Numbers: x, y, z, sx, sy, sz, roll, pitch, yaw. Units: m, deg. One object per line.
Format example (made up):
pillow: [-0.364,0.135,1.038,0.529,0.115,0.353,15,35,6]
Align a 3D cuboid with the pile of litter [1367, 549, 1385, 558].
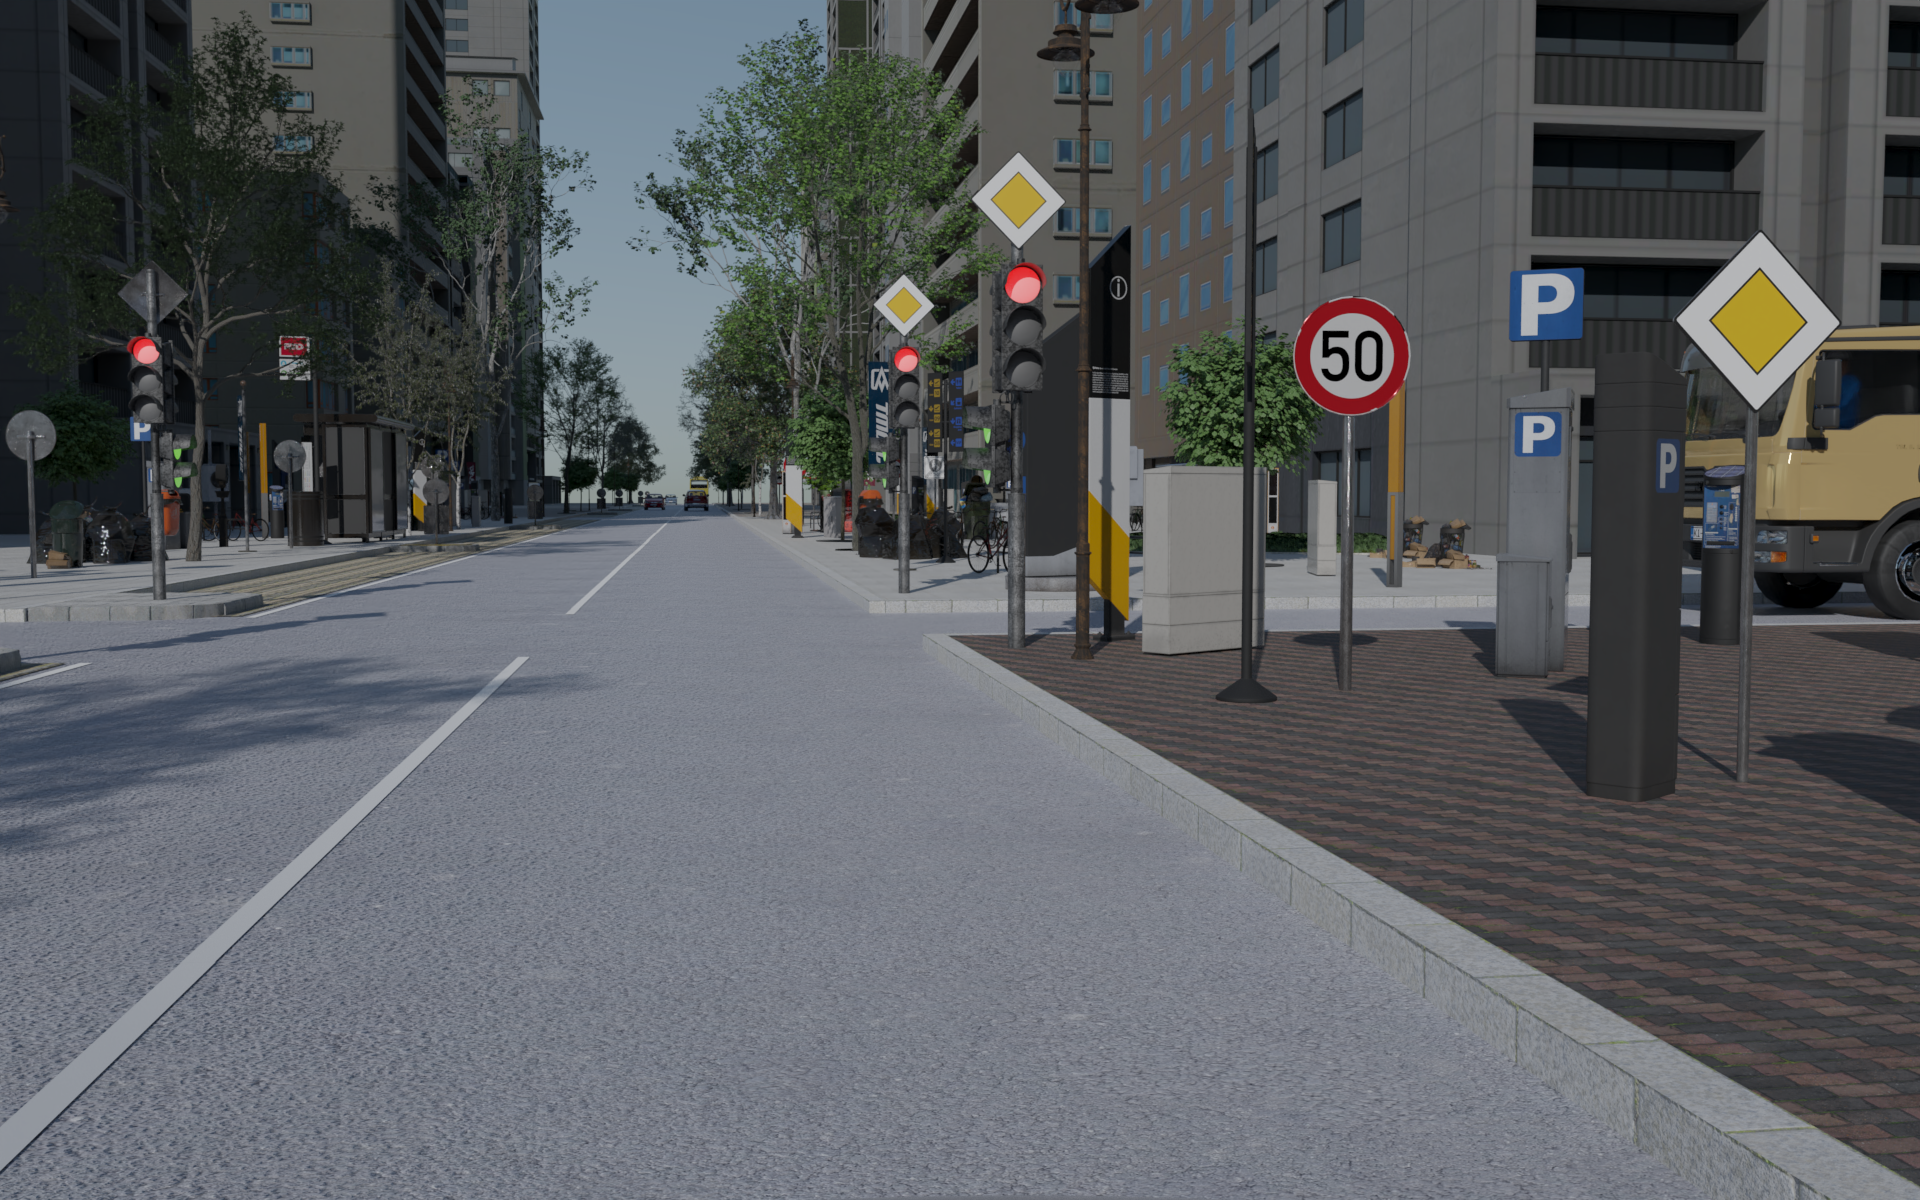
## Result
pile of litter: [8.946,-1.262,34.606,1.176,0.858,1.719,-2,4,-29]

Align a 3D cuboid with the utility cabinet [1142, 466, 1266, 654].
utility cabinet: [1.987,-0.331,14.095,1.173,1.500,0.318,-3,5,-41]

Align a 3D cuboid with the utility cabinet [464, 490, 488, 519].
utility cabinet: [-24.697,-4.876,88.403,0.318,1.500,1.173,3,5,41]

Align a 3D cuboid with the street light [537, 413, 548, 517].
street light: [-23.405,-7.608,97.185,0.468,5.910,1.993,-1,4,-9]

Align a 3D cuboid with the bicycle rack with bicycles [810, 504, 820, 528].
bicycle rack with bicycles: [-4.303,-3.185,65.459,2.852,0.926,2.925,1,4,19]

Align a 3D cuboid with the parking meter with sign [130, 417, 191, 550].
parking meter with sign: [-18.344,-2.671,39.937,0.543,3.016,1.738,0,4,5]

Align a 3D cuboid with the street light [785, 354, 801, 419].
street light: [-5.512,-5.161,57.174,0.468,5.910,1.993,-1,4,-9]

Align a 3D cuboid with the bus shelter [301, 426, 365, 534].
bus shelter: [-20.637,-4.107,58.439,1.731,3.624,6.357,-1,4,-9]

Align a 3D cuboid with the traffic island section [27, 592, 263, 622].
traffic island section: [-9.739,0.076,21.040,2.009,0.180,2.903,-1,4,-9]

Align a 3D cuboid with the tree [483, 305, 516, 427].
tree: [-18.198,-6.870,62.683,4.360,8.622,3.978,0,3,0]

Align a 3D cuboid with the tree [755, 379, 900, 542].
tree: [-3.153,-3.853,46.716,4.285,4.588,4.351,0,3,0]

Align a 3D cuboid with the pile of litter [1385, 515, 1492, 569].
pile of litter: [8.427,-0.986,30.082,1.176,0.858,1.719,-1,4,-21]

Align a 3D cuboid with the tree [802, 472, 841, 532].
tree: [-4.799,-3.973,59.552,1.663,3.219,1.824,0,3,0]

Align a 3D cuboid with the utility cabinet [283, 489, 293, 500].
utility cabinet: [-31.673,-4.463,81.645,0.318,1.500,1.173,-2,4,-28]

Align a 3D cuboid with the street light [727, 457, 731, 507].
street light: [-22.822,-12.142,171.308,0.468,5.910,1.993,-1,4,-9]

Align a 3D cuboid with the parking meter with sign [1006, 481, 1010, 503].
parking meter with sign: [2.190,-4.820,75.064,0.543,3.016,1.738,0,4,6]

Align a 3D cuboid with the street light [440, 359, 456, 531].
street light: [-17.522,-5.301,59.454,0.468,5.910,1.993,-1,4,-9]

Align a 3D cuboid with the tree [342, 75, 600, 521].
tree: [-23.046,-13.784,81.263,12.611,20.169,13.585,0,3,0]

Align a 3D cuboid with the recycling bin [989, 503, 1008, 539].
recycling bin: [1.165,-2.286,49.936,0.722,1.027,0.722,-2,4,-30]

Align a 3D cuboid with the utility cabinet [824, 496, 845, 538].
utility cabinet: [-3.706,-2.432,50.925,0.306,1.237,1.020,-2,4,-25]

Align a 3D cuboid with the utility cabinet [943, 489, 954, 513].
utility cabinet: [-0.728,-4.214,77.575,0.318,1.500,1.173,-2,4,-32]

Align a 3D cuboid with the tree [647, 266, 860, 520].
tree: [-9.371,-10.411,87.231,9.611,12.733,9.660,0,3,0]

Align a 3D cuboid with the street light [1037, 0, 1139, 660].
street light: [0.955,-2.479,13.321,0.468,5.910,1.993,-1,4,-9]

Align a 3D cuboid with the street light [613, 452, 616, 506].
street light: [-35.659,-12.598,178.758,0.468,5.910,1.993,-1,4,-9]

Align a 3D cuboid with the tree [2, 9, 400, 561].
tree: [-14.304,-6.020,32.844,7.601,10.594,8.767,-1,4,-20]

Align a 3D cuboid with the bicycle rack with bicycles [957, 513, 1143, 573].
bicycle rack with bicycles: [1.769,-0.860,27.450,2.852,0.926,2.925,-2,4,-28]

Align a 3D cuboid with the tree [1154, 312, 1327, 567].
tree: [5.008,-2.877,30.759,4.285,4.588,4.351,0,3,0]

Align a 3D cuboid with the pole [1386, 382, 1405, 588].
pole: [5.978,-1.829,23.739,0.158,3.312,0.155,0,3,0]

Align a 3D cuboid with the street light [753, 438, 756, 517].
street light: [-11.457,-7.555,96.307,0.468,5.910,1.993,-1,4,-9]

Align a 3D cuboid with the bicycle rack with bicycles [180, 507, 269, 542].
bicycle rack with bicycles: [-20.437,-2.023,46.452,2.925,0.926,2.852,2,4,29]

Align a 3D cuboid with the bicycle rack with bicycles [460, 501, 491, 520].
bicycle rack with bicycles: [-24.429,-4.480,86.636,2.925,0.926,2.852,-3,4,-36]

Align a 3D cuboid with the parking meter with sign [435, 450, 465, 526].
parking meter with sign: [-20.277,-4.432,68.729,0.543,3.016,1.738,0,4,-1]

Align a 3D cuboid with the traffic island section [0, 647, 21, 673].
traffic island section: [-8.544,0.559,13.144,2.009,0.180,2.903,-1,4,-9]

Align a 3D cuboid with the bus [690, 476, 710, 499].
bus: [-36.044,-15.177,239.688,2.896,3.916,12.252,0,4,-8]

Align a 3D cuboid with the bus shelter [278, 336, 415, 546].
bus shelter: [-16.500,-4.218,46.591,2.179,5.291,8.768,-1,4,-8]

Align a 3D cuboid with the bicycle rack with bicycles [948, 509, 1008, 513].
bicycle rack with bicycles: [0.631,-1.718,41.464,2.852,0.926,2.925,-1,4,-14]

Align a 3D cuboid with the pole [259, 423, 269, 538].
pole: [-20.104,-3.436,50.024,0.158,3.312,0.155,0,3,0]

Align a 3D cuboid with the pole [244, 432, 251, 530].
pole: [-23.379,-3.850,56.795,0.158,3.312,0.155,0,3,0]

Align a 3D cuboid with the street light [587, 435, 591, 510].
street light: [-29.114,-9.973,135.853,0.468,5.910,1.993,-1,4,-9]

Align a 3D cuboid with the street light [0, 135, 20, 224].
street light: [-11.817,-2.942,20.889,0.468,5.910,1.993,-1,4,-9]

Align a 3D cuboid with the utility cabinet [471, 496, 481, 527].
utility cabinet: [-19.031,-3.487,68.174,0.306,1.237,1.020,-1,4,-12]

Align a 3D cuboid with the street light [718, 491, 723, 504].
street light: [-35.339,-17.169,253.493,0.468,5.910,1.993,-1,4,-9]

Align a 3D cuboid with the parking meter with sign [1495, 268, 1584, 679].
parking meter with sign: [4.251,-1.010,12.770,0.543,3.016,1.738,1,4,22]

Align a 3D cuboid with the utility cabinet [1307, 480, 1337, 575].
utility cabinet: [5.767,-1.154,27.541,0.318,1.500,1.173,0,4,4]

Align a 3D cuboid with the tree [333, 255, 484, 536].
tree: [-17.006,-6.284,53.113,4.360,8.622,3.978,0,3,0]

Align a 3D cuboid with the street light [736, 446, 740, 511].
street light: [-16.966,-9.774,132.596,0.468,5.910,1.993,-1,4,-9]

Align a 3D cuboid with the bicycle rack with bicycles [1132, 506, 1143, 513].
bicycle rack with bicycles: [7.172,-2.666,56.966,2.852,0.926,2.925,1,4,17]

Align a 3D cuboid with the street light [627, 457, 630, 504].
street light: [-41.526,-14.945,217.131,0.468,5.910,1.993,-1,4,-9]
